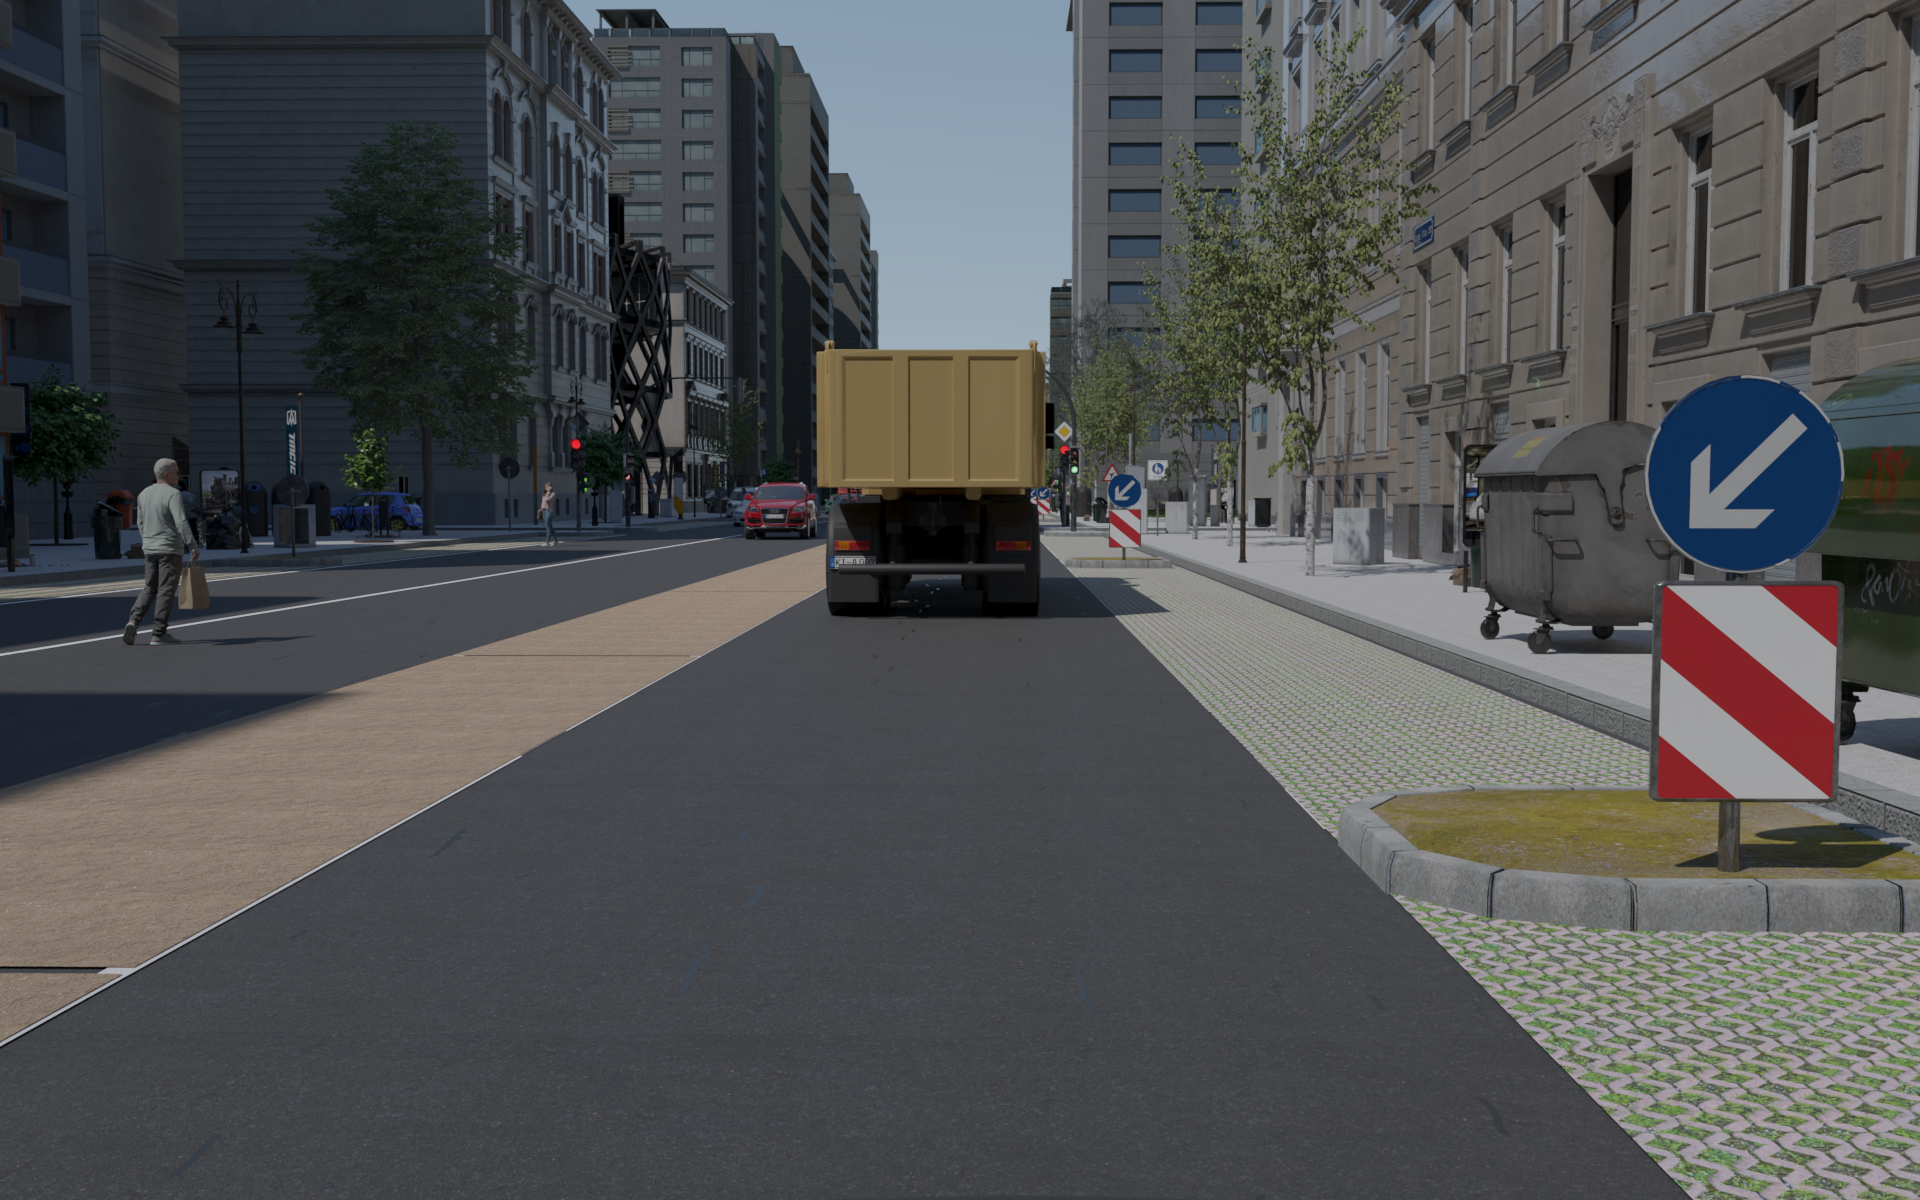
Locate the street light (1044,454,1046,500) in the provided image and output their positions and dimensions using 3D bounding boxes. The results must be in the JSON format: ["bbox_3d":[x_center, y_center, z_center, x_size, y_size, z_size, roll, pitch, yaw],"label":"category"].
[{"bbox_3d":[8.026,-11.725,164.488,0.468,5.910,1.993,0,4,1],"label":"street light"}]

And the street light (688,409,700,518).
[{"bbox_3d":[-14.510,-7.448,94.562,0.468,5.910,1.993,0,4,1],"label":"street light"}]

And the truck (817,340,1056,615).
[{"bbox_3d":[-0.257,-1.722,24.078,3.469,3.379,9.791,0,4,1],"label":"truck"}]

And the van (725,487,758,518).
[{"bbox_3d":[-12.136,-5.548,97.713,2.013,2.044,4.112,0,4,1],"label":"van"}]

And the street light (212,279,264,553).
[{"bbox_3d":[-15.538,-3.954,37.432,0.468,5.910,1.993,0,4,1],"label":"street light"}]

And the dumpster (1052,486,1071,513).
[{"bbox_3d":[7.033,-6.807,117.046,1.264,1.857,1.865,0,4,1],"label":"dumpster"}]

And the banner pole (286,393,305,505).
[{"bbox_3d":[-16.502,-3.246,43.090,0.863,3.779,0.401,2,4,34],"label":"banner pole"}]

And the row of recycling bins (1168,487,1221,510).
[{"bbox_3d":[13.332,-5.441,96.075,3.534,1.692,1.069,0,4,2],"label":"row of recycling bins"}]

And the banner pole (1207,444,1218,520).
[{"bbox_3d":[12.654,-5.889,86.297,0.401,3.779,0.863,-1,4,-18],"label":"banner pole"}]

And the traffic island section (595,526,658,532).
[{"bbox_3d":[-12.936,-2.762,67.437,2.009,0.180,2.903,0,4,1],"label":"traffic island section"}]

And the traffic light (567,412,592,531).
[{"bbox_3d":[-13.054,-4.306,59.318,0.839,4.253,0.868,0,4,1],"label":"traffic light"}]

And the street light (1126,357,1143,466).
[{"bbox_3d":[5.894,-5.248,58.598,0.468,5.910,1.993,0,4,1],"label":"street light"}]

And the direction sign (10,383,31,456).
[{"bbox_3d":[-19.433,-2.652,35.357,0.876,3.537,0.379,-1,4,-12],"label":"direction sign"}]

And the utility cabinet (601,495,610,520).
[{"bbox_3d":[-17.452,-4.546,85.488,0.306,1.237,1.020,0,4,0],"label":"utility cabinet"}]

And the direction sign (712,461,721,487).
[{"bbox_3d":[-16.598,-7.771,119.052,0.876,3.537,0.379,-2,4,-32],"label":"direction sign"}]

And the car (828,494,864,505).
[{"bbox_3d":[-4.966,-4.149,79.631,2.131,1.459,4.920,0,4,1],"label":"car"}]

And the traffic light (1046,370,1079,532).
[{"bbox_3d":[1.761,-5.152,58.902,4.771,5.953,1.251,0,4,1],"label":"traffic light"}]

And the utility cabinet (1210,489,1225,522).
[{"bbox_3d":[11.529,-4.210,77.513,0.318,1.500,1.173,2,4,28],"label":"utility cabinet"}]

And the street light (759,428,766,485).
[{"bbox_3d":[-13.848,-9.065,120.993,0.468,5.910,1.993,0,4,1],"label":"street light"}]

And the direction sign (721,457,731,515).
[{"bbox_3d":[-14.075,-6.939,105.448,0.379,3.537,0.876,0,4,4],"label":"direction sign"}]

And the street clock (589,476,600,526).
[{"bbox_3d":[-14.696,-3.982,69.669,0.358,2.002,0.471,-3,5,-45],"label":"street clock"}]

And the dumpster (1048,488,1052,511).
[{"bbox_3d":[7.288,-7.667,131.107,1.264,1.857,1.865,0,4,1],"label":"dumpster"}]

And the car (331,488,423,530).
[{"bbox_3d":[-21.595,-3.288,63.356,3.694,1.707,1.945,0,4,1],"label":"car"}]

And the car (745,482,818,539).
[{"bbox_3d":[-5.783,-2.915,56.328,2.281,1.827,5.304,0,4,-1],"label":"car"}]

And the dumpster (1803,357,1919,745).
[{"bbox_3d":[4.974,-0.337,8.005,1.502,2.255,1.985,0,4,1],"label":"dumpster"}]

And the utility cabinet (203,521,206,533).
[{"bbox_3d":[-23.631,-2.827,54.899,0.318,1.500,1.173,0,4,-3],"label":"utility cabinet"}]

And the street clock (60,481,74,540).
[{"bbox_3d":[-25.094,-2.699,48.697,0.471,2.002,0.358,3,4,38],"label":"street clock"}]

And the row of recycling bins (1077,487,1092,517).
[{"bbox_3d":[6.965,-5.572,98.213,1.069,1.692,3.534,0,4,0],"label":"row of recycling bins"}]

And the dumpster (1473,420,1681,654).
[{"bbox_3d":[5.168,-0.535,14.507,1.264,1.857,1.865,0,4,1],"label":"dumpster"}]

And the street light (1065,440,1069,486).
[{"bbox_3d":[6.972,-8.697,114.990,0.468,5.910,1.993,0,4,1],"label":"street light"}]

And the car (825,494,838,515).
[{"bbox_3d":[-8.354,-6.706,121.447,2.131,1.459,4.920,0,4,2],"label":"car"}]

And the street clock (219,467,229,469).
[{"bbox_3d":[-19.749,-2.568,46.549,0.471,2.002,0.358,-1,4,-22],"label":"street clock"}]

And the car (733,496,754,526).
[{"bbox_3d":[-9.026,-4.023,78.134,2.083,1.381,4.827,0,4,3],"label":"car"}]

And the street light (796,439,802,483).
[{"bbox_3d":[-13.436,-10.480,144.127,0.468,5.910,1.993,0,4,1],"label":"street light"}]

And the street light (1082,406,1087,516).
[{"bbox_3d":[6.428,-7.081,88.556,0.468,5.910,1.993,0,4,1],"label":"street light"}]

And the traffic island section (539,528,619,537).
[{"bbox_3d":[-13.094,-2.274,59.453,2.009,0.180,2.903,0,4,1],"label":"traffic island section"}]

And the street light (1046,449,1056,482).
[{"bbox_3d":[7.543,-10.314,141.423,0.468,5.910,1.993,0,4,1],"label":"street light"}]

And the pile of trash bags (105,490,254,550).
[{"bbox_3d":[-18.398,-1.897,40.771,3.447,1.369,1.912,0,4,3],"label":"pile of trash bags"}]

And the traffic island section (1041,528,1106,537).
[{"bbox_3d":[3.894,-2.253,59.115,2.009,0.180,2.903,0,4,1],"label":"traffic island section"}]

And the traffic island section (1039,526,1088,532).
[{"bbox_3d":[4.052,-2.741,67.099,2.009,0.180,2.903,0,4,1],"label":"traffic island section"}]

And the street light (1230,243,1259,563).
[{"bbox_3d":[5.278,-3.632,32.166,0.468,5.910,1.993,0,4,1],"label":"street light"}]

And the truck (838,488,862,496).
[{"bbox_3d":[-4.978,-6.305,91.993,2.839,4.237,11.283,0,3,0],"label":"truck"}]

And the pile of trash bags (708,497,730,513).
[{"bbox_3d":[-15.607,-6.526,116.451,1.912,1.369,3.447,1,4,13],"label":"pile of trash bags"}]

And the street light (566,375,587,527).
[{"bbox_3d":[-14.937,-5.798,67.585,0.468,5.910,1.993,0,4,1],"label":"street light"}]

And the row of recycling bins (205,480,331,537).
[{"bbox_3d":[-20.919,-2.770,52.397,3.534,1.692,1.069,-2,4,-25],"label":"row of recycling bins"}]
